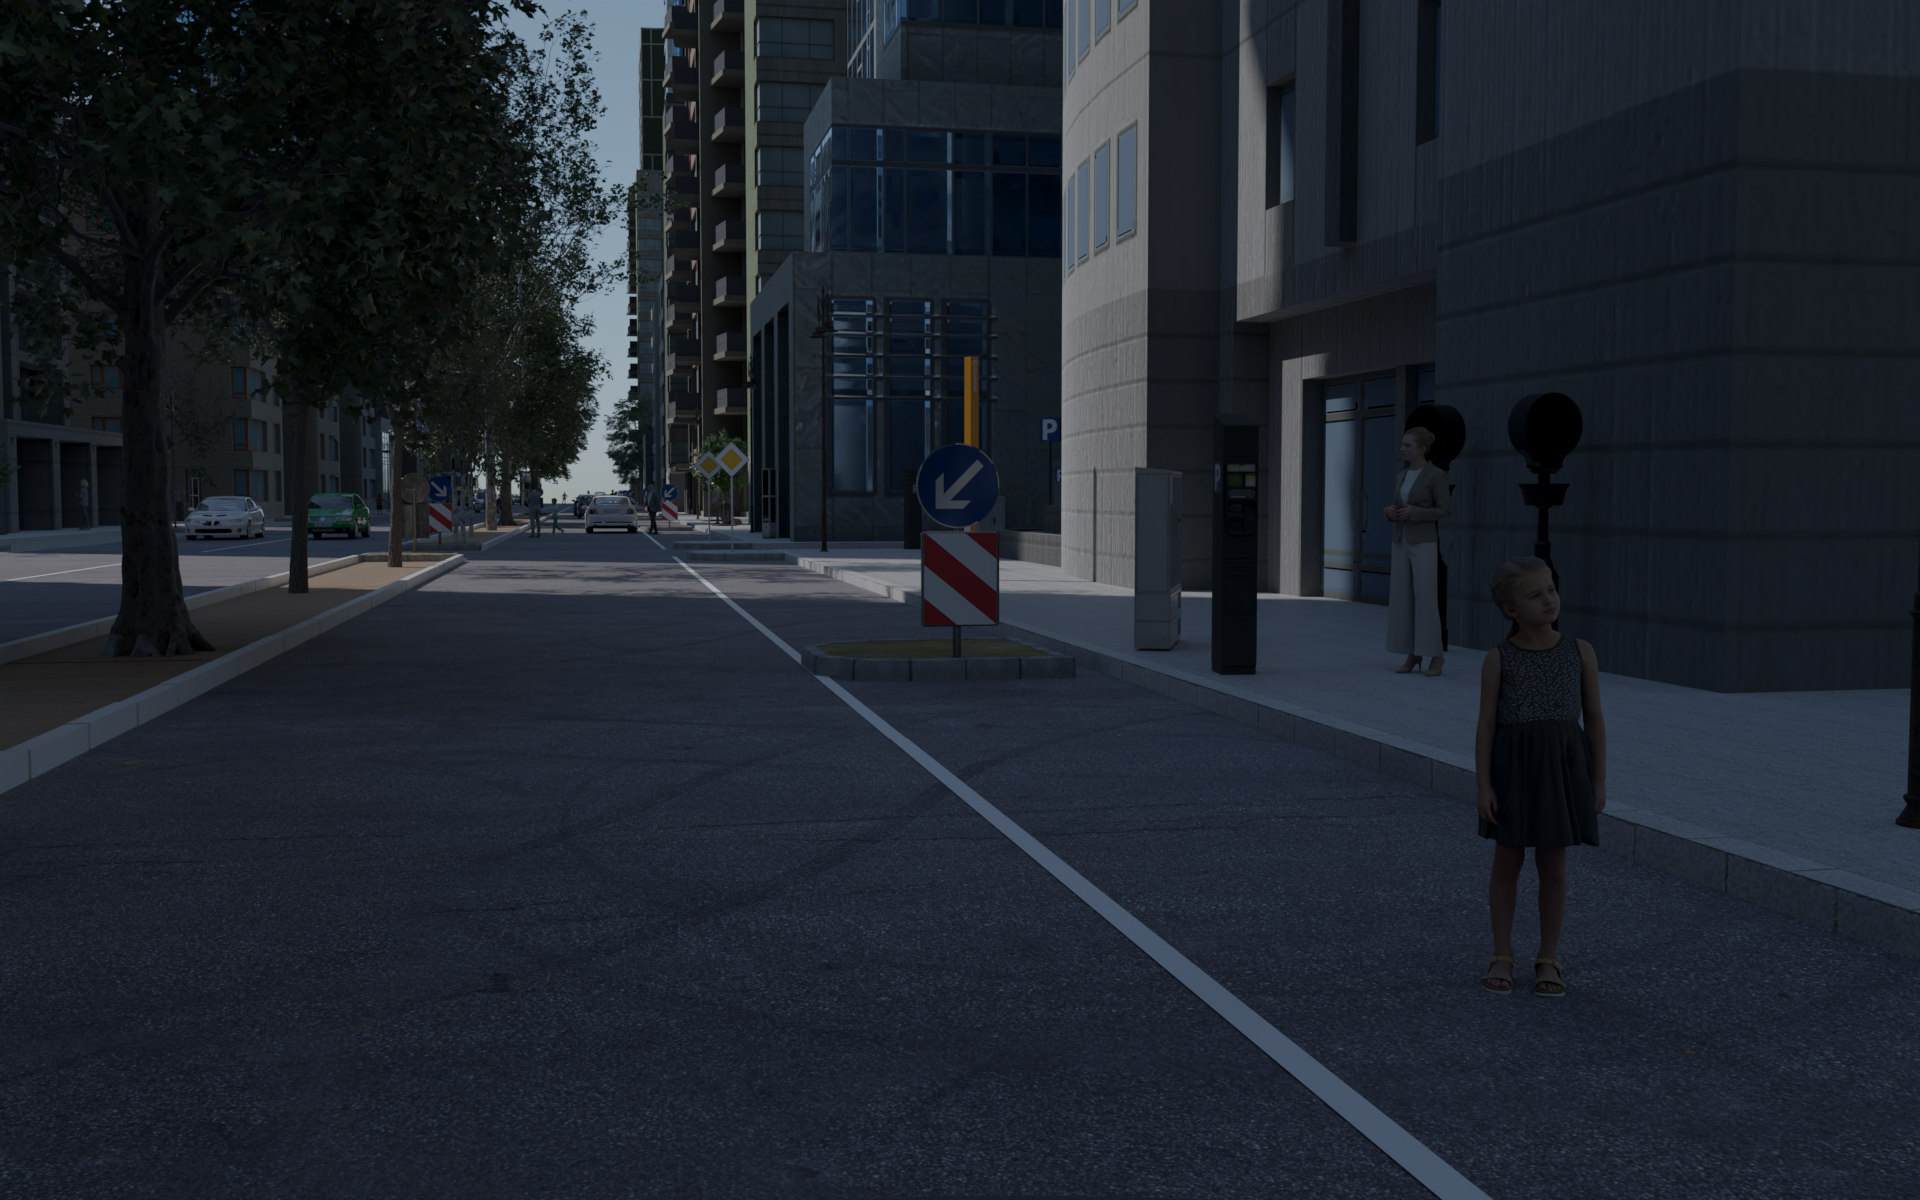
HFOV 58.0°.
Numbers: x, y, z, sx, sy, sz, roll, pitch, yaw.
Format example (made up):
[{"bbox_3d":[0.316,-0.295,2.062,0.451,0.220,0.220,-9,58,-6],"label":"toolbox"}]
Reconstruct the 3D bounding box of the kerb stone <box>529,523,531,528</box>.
[{"bbox_3d":[-17.764,-2.979,70.912,0.120,0.150,1.000,-1,4,-12],"label":"kerb stone"}]

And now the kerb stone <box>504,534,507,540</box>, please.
[{"bbox_3d":[-13.977,-1.874,52.835,0.120,0.150,1.000,-1,4,-12],"label":"kerb stone"}]

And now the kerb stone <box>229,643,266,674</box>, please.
[{"bbox_3d":[-5.876,0.489,14.208,0.120,0.150,1.000,-1,4,-12],"label":"kerb stone"}]

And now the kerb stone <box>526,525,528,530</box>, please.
[{"bbox_3d":[-17.137,-2.795,67.909,0.120,0.150,1.000,-1,4,-12],"label":"kerb stone"}]

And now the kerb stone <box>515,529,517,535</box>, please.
[{"bbox_3d":[-15.240,-2.243,58.871,0.120,0.150,1.000,-1,4,-12],"label":"kerb stone"}]

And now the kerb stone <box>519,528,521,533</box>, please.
[{"bbox_3d":[-15.878,-2.427,61.882,0.120,0.150,1.000,-1,4,-12],"label":"kerb stone"}]

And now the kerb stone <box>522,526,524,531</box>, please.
[{"bbox_3d":[-16.510,-2.610,64.897,0.120,0.150,1.000,-1,4,-12],"label":"kerb stone"}]

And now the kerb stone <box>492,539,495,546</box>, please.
[{"bbox_3d":[-12.717,-1.506,46.817,0.120,0.150,1.000,-1,4,-12],"label":"kerb stone"}]

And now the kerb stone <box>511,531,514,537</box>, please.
[{"bbox_3d":[-14.822,-2.120,56.857,0.120,0.150,1.000,-1,4,-12],"label":"kerb stone"}]

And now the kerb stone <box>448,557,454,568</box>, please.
[{"bbox_3d":[-9.873,-0.678,33.277,0.120,0.150,1.000,-1,4,-12],"label":"kerb stone"}]

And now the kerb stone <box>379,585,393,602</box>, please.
[{"bbox_3d":[-7.765,-0.064,23.248,0.120,0.150,1.000,-1,4,-12],"label":"kerb stone"}]

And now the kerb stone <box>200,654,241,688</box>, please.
[{"bbox_3d":[-5.668,0.554,13.197,0.120,0.150,1.000,-1,4,-12],"label":"kerb stone"}]

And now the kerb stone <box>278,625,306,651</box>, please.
[{"bbox_3d":[-6.297,0.368,16.224,0.120,0.150,1.000,-1,4,-12],"label":"kerb stone"}]

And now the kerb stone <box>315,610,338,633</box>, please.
[{"bbox_3d":[-6.718,0.245,18.232,0.120,0.150,1.000,-1,4,-12],"label":"kerb stone"}]

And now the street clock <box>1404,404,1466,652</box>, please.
[{"bbox_3d":[3.851,-0.583,14.096,0.358,2.002,0.471,-2,4,-29],"label":"street clock"}]

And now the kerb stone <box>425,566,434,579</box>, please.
[{"bbox_3d":[-9.032,-0.432,29.261,0.120,0.150,1.000,-1,4,-12],"label":"kerb stone"}]

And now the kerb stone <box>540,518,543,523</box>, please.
[{"bbox_3d":[-20.924,-3.900,85.966,0.120,0.150,1.000,-1,4,-12],"label":"kerb stone"}]

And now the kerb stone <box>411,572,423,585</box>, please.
[{"bbox_3d":[-8.611,-0.309,27.254,0.120,0.150,1.000,-1,4,-12],"label":"kerb stone"}]

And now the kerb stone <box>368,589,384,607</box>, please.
[{"bbox_3d":[-7.554,-0.003,22.243,0.120,0.150,1.000,-1,4,-12],"label":"kerb stone"}]

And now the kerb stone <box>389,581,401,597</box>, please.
[{"bbox_3d":[-7.977,-0.125,24.248,0.120,0.150,1.000,-1,4,-12],"label":"kerb stone"}]

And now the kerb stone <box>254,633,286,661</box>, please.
[{"bbox_3d":[-6.094,0.427,15.213,0.120,0.150,1.000,-1,4,-12],"label":"kerb stone"}]

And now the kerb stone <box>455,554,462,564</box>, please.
[{"bbox_3d":[-10.296,-0.800,35.283,0.120,0.150,1.000,-1,4,-12],"label":"kerb stone"}]

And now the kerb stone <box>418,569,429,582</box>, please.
[{"bbox_3d":[-8.823,-0.371,28.255,0.120,0.150,1.000,-1,4,-12],"label":"kerb stone"}]

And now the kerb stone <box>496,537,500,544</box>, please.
[{"bbox_3d":[-13.138,-1.628,48.820,0.120,0.150,1.000,-1,4,-12],"label":"kerb stone"}]

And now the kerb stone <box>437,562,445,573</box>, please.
[{"bbox_3d":[-9.445,-0.551,31.271,0.120,0.150,1.000,-1,4,-12],"label":"kerb stone"}]

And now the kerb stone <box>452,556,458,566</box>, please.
[{"bbox_3d":[-10.086,-0.738,34.282,0.120,0.150,1.000,-1,4,-12],"label":"kerb stone"}]

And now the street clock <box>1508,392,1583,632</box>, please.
[{"bbox_3d":[4.200,-0.484,12.478,0.471,2.002,0.358,-1,4,-15],"label":"street clock"}]

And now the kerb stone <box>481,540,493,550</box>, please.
[{"bbox_3d":[-12.505,-1.444,45.808,0.120,0.150,1.000,-1,4,-12],"label":"kerb stone"}]

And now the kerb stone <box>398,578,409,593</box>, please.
[{"bbox_3d":[-8.191,-0.185,25.248,0.120,0.150,1.000,-1,4,-12],"label":"kerb stone"}]

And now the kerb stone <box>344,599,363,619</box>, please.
[{"bbox_3d":[-7.141,0.120,20.237,0.120,0.150,1.000,-1,4,-12],"label":"kerb stone"}]

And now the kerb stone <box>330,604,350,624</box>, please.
[{"bbox_3d":[-6.935,0.181,19.236,0.120,0.150,1.000,-1,4,-12],"label":"kerb stone"}]

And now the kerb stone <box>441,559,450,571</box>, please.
[{"bbox_3d":[-9.663,-0.616,32.271,0.120,0.150,1.000,-1,4,-12],"label":"kerb stone"}]

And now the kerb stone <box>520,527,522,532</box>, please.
[{"bbox_3d":[-16.087,-2.489,62.884,0.120,0.150,1.000,-1,4,-12],"label":"kerb stone"}]

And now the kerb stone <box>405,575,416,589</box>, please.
[{"bbox_3d":[-8.394,-0.248,26.255,0.120,0.150,1.000,-1,4,-12],"label":"kerb stone"}]

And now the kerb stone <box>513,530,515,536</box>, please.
[{"bbox_3d":[-15.022,-2.181,57.860,0.120,0.150,1.000,-1,4,-12],"label":"kerb stone"}]

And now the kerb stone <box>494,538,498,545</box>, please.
[{"bbox_3d":[-12.925,-1.567,47.821,0.120,0.150,1.000,-1,4,-12],"label":"kerb stone"}]

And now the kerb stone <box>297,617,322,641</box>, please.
[{"bbox_3d":[-6.513,0.310,17.224,0.120,0.150,1.000,-1,4,-12],"label":"kerb stone"}]

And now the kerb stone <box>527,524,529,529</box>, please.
[{"bbox_3d":[-17.339,-2.857,68.911,0.120,0.150,1.000,-1,4,-12],"label":"kerb stone"}]

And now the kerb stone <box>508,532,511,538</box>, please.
[{"bbox_3d":[-14.399,-1.997,54.846,0.120,0.150,1.000,-1,4,-12],"label":"kerb stone"}]

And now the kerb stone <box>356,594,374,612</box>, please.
[{"bbox_3d":[-7.350,0.058,21.240,0.120,0.150,1.000,-1,4,-12],"label":"kerb stone"}]

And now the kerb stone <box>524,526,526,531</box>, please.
[{"bbox_3d":[-16.711,-2.666,65.899,0.120,0.150,1.000,-1,4,-12],"label":"kerb stone"}]

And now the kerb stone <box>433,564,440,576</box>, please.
[{"bbox_3d":[-9.243,-0.492,30.262,0.120,0.150,1.000,-1,4,-12],"label":"kerb stone"}]

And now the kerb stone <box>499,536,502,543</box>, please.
[{"bbox_3d":[-13.349,-1.690,49.823,0.120,0.150,1.000,-1,4,-12],"label":"kerb stone"}]

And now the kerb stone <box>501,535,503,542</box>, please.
[{"bbox_3d":[-13.564,-1.751,50.829,0.120,0.150,1.000,-1,4,-12],"label":"kerb stone"}]

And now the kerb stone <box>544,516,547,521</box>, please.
[{"bbox_3d":[-22.602,-4.379,93.987,0.120,0.150,1.000,-1,4,-12],"label":"kerb stone"}]

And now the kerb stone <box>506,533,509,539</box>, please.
[{"bbox_3d":[-14.187,-1.935,53.839,0.120,0.150,1.000,-1,4,-12],"label":"kerb stone"}]

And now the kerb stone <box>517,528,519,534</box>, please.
[{"bbox_3d":[-15.663,-2.364,60.883,0.120,0.150,1.000,-1,4,-12],"label":"kerb stone"}]

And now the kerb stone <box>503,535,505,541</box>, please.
[{"bbox_3d":[-13.768,-1.813,51.835,0.120,0.150,1.000,-1,4,-12],"label":"kerb stone"}]
